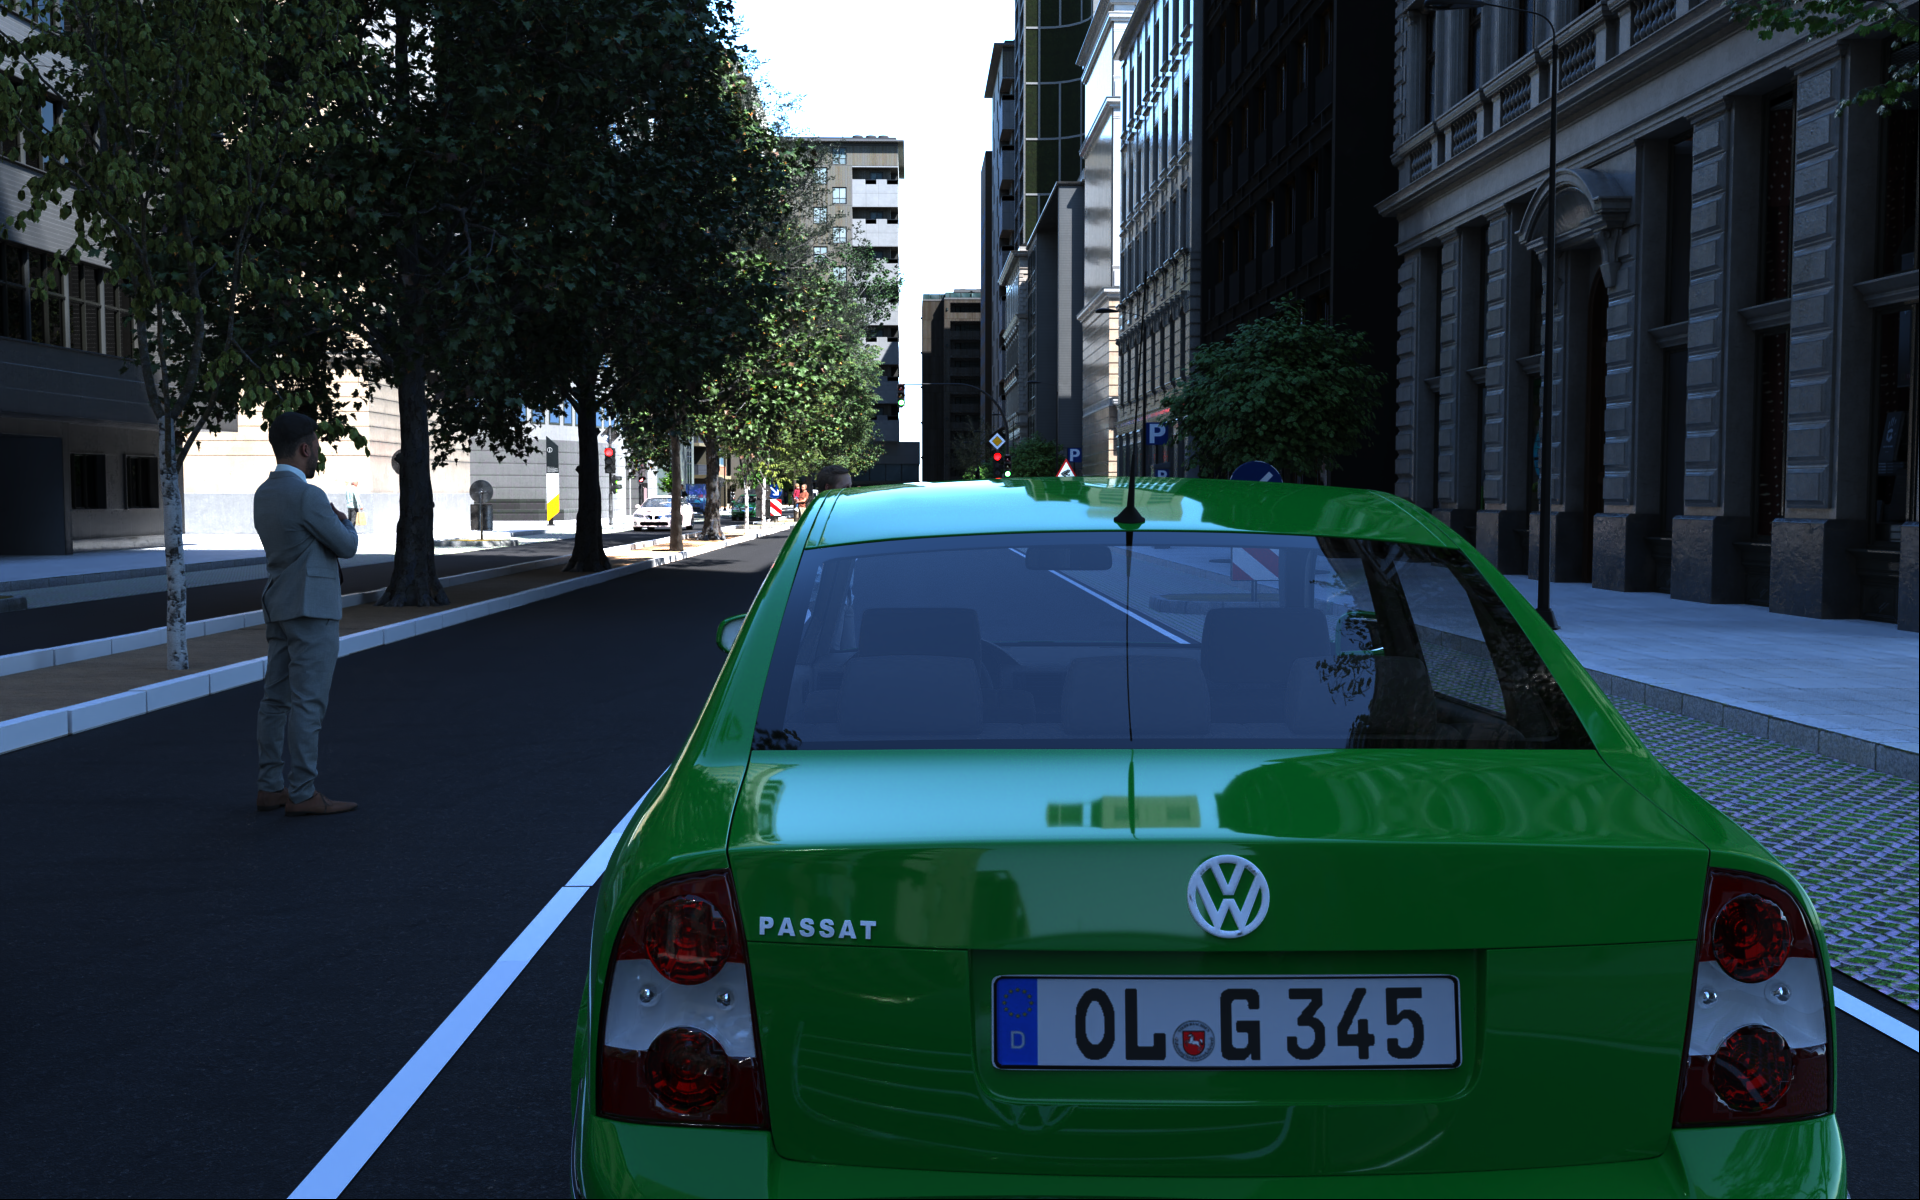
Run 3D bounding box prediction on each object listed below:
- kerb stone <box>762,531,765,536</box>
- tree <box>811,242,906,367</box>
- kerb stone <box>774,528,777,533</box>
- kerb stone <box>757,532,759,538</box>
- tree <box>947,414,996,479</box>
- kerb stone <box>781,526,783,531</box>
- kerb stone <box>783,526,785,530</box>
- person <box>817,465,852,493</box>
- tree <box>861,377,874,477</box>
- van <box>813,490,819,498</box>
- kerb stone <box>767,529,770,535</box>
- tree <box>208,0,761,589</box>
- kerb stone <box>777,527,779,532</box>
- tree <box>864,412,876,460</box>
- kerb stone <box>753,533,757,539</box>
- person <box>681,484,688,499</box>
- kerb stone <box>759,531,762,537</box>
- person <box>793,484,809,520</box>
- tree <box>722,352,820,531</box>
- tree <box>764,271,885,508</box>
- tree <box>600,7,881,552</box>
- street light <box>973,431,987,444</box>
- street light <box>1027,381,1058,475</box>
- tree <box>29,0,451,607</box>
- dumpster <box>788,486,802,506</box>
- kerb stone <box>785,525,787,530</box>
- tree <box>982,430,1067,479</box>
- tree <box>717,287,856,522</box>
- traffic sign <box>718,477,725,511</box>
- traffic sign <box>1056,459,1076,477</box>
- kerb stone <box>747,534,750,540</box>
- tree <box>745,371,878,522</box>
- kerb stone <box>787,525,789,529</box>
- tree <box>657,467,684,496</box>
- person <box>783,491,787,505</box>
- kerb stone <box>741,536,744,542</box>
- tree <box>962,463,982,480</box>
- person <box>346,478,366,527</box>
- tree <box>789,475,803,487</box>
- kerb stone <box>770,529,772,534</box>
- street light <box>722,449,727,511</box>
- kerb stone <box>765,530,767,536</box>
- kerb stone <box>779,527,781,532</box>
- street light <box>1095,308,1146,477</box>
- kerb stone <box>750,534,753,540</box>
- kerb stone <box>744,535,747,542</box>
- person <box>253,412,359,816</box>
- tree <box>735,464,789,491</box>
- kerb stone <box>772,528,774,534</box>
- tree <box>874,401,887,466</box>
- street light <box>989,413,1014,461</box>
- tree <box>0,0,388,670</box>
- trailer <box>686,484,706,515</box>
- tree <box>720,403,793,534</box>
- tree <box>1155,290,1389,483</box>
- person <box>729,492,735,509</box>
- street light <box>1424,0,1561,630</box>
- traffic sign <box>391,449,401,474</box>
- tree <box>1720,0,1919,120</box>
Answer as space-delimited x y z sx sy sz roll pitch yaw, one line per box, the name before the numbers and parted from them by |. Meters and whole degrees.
kerb stone | -6.714 -2.185 57.923 0.120 0.150 1.000 0 4 -2
tree | -10.483 -15.988 119.754 12.611 20.169 13.585 0 3 0
kerb stone | -6.858 -2.498 63.039 0.120 0.150 1.000 0 4 -2
kerb stone | -6.661 -2.060 55.877 0.120 0.150 1.000 0 4 -2
tree | 1.404 -12.668 157.482 4.360 8.622 3.978 0 3 0
kerb stone | -6.953 -2.681 66.107 0.120 0.150 1.000 0 4 -2
kerb stone | -6.985 -2.749 67.139 0.120 0.150 1.000 0 4 -2
person | -0.750 0.002 10.273 0.330 1.601 0.589 2 4 24
tree | -7.698 -8.200 53.528 9.611 12.733 9.660 0 3 0
van | -14.049 -9.501 162.346 2.013 2.044 4.112 0 4 0
kerb stone | -6.784 -2.310 59.967 0.120 0.150 1.000 0 4 -2
tree | -6.859 -6.868 31.764 9.611 12.733 9.660 0 3 0
kerb stone | -6.896 -2.561 64.064 0.120 0.150 1.000 0 4 -2
tree | -10.185 -12.871 131.018 7.486 12.596 7.792 0 3 0
kerb stone | -6.618 -1.997 54.852 0.120 0.150 1.000 0 4 -2
person | -13.376 -4.602 83.109 0.474 1.900 0.648 2 4 29
kerb stone | -6.691 -2.119 56.901 0.120 0.150 1.000 0 4 -2
person | -6.035 -3.482 65.412 0.580 1.828 0.573 -2 4 -24
tree | -7.629 -6.987 67.052 4.360 8.622 3.978 0 3 0
tree | -8.717 -11.608 98.906 9.857 13.997 8.962 0 3 0
tree | -7.034 -7.939 42.628 12.009 13.543 11.850 0 3 0
street light | 1.702 -9.444 126.948 1.470 5.913 1.316 0 4 -2
street light | 3.444 -6.032 71.169 1.470 5.913 1.316 0 4 -2
tree | -7.014 -6.275 22.062 9.611 12.733 9.660 0 3 0
dumpster | -17.422 -11.014 185.027 1.985 2.255 1.502 0 4 -2
kerb stone | -7.009 -2.811 68.170 0.120 0.150 1.000 0 4 -2
tree | 4.250 -6.758 94.204 4.285 4.588 4.351 0 3 0
tree | -8.795 -9.811 80.996 7.486 12.596 7.792 0 3 0
traffic sign | -17.890 -7.895 129.191 0.768 2.556 0.104 0 4 6
traffic sign | 3.897 -3.890 63.610 0.884 2.594 0.081 0 4 2
kerb stone | -6.572 -1.870 52.808 0.120 0.150 1.000 0 4 -2
tree | -8.364 -9.286 88.702 8.767 10.594 7.601 0 4 -2
kerb stone | -7.041 -2.874 69.191 0.120 0.150 1.000 0 4 -2
tree | -18.249 -7.023 109.427 1.663 3.219 1.824 0 3 0
person | -21.556 -12.620 213.090 0.721 1.736 1.217 -1 4 -23
kerb stone | -6.517 -1.747 50.758 0.120 0.150 1.000 0 4 -2
tree | 3.050 -7.996 114.454 4.285 4.588 4.351 0 3 0
person | -18.169 -2.774 51.880 0.782 1.767 0.515 3 4 37
tree | -20.113 -13.470 203.940 4.285 4.588 4.351 0 3 0
kerb stone | -6.815 -2.373 60.989 0.120 0.150 1.000 0 4 -2
street light | -17.558 -9.823 133.140 1.470 5.913 1.316 0 4 -2
kerb stone | -6.744 -2.248 58.946 0.120 0.150 1.000 0 4 -2
kerb stone | -6.927 -2.623 65.086 0.120 0.150 1.000 0 4 -2
street light | 4.083 -4.337 43.451 1.470 5.913 1.316 0 4 -2
kerb stone | -6.603 -1.930 53.830 0.120 0.150 1.000 0 4 -2
kerb stone | -6.545 -1.810 51.787 0.120 0.150 1.000 0 4 -2
person | -2.942 0.050 7.865 0.511 1.800 0.466 2 4 28
tree | -19.171 -11.184 166.576 4.285 4.588 4.351 0 3 0
kerb stone | -6.837 -2.435 62.017 0.120 0.150 1.000 0 4 -2
tree | -9.444 -11.577 108.743 9.611 12.733 9.660 0 3 0
street light | 2.536 -7.791 99.924 1.470 5.913 1.316 0 4 -2
tree | -6.312 -3.717 13.585 4.737 8.622 4.395 0 3 0
trailer | -14.728 -5.481 96.669 1.471 1.999 3.904 0 4 -1
tree | -7.515 -6.613 60.941 4.737 8.622 4.395 0 3 0
tree | 5.218 -2.714 28.081 4.285 4.588 4.351 0 3 0
person | -19.380 -8.671 148.207 0.834 1.777 0.661 0 4 1
street light | 5.014 -2.677 16.309 1.470 5.913 1.316 0 4 -2
traffic sign | -15.582 -2.965 48.577 0.768 2.556 0.104 0 4 6
tree | 6.852 -5.128 9.594 9.928 11.665 9.643 0 3 0
